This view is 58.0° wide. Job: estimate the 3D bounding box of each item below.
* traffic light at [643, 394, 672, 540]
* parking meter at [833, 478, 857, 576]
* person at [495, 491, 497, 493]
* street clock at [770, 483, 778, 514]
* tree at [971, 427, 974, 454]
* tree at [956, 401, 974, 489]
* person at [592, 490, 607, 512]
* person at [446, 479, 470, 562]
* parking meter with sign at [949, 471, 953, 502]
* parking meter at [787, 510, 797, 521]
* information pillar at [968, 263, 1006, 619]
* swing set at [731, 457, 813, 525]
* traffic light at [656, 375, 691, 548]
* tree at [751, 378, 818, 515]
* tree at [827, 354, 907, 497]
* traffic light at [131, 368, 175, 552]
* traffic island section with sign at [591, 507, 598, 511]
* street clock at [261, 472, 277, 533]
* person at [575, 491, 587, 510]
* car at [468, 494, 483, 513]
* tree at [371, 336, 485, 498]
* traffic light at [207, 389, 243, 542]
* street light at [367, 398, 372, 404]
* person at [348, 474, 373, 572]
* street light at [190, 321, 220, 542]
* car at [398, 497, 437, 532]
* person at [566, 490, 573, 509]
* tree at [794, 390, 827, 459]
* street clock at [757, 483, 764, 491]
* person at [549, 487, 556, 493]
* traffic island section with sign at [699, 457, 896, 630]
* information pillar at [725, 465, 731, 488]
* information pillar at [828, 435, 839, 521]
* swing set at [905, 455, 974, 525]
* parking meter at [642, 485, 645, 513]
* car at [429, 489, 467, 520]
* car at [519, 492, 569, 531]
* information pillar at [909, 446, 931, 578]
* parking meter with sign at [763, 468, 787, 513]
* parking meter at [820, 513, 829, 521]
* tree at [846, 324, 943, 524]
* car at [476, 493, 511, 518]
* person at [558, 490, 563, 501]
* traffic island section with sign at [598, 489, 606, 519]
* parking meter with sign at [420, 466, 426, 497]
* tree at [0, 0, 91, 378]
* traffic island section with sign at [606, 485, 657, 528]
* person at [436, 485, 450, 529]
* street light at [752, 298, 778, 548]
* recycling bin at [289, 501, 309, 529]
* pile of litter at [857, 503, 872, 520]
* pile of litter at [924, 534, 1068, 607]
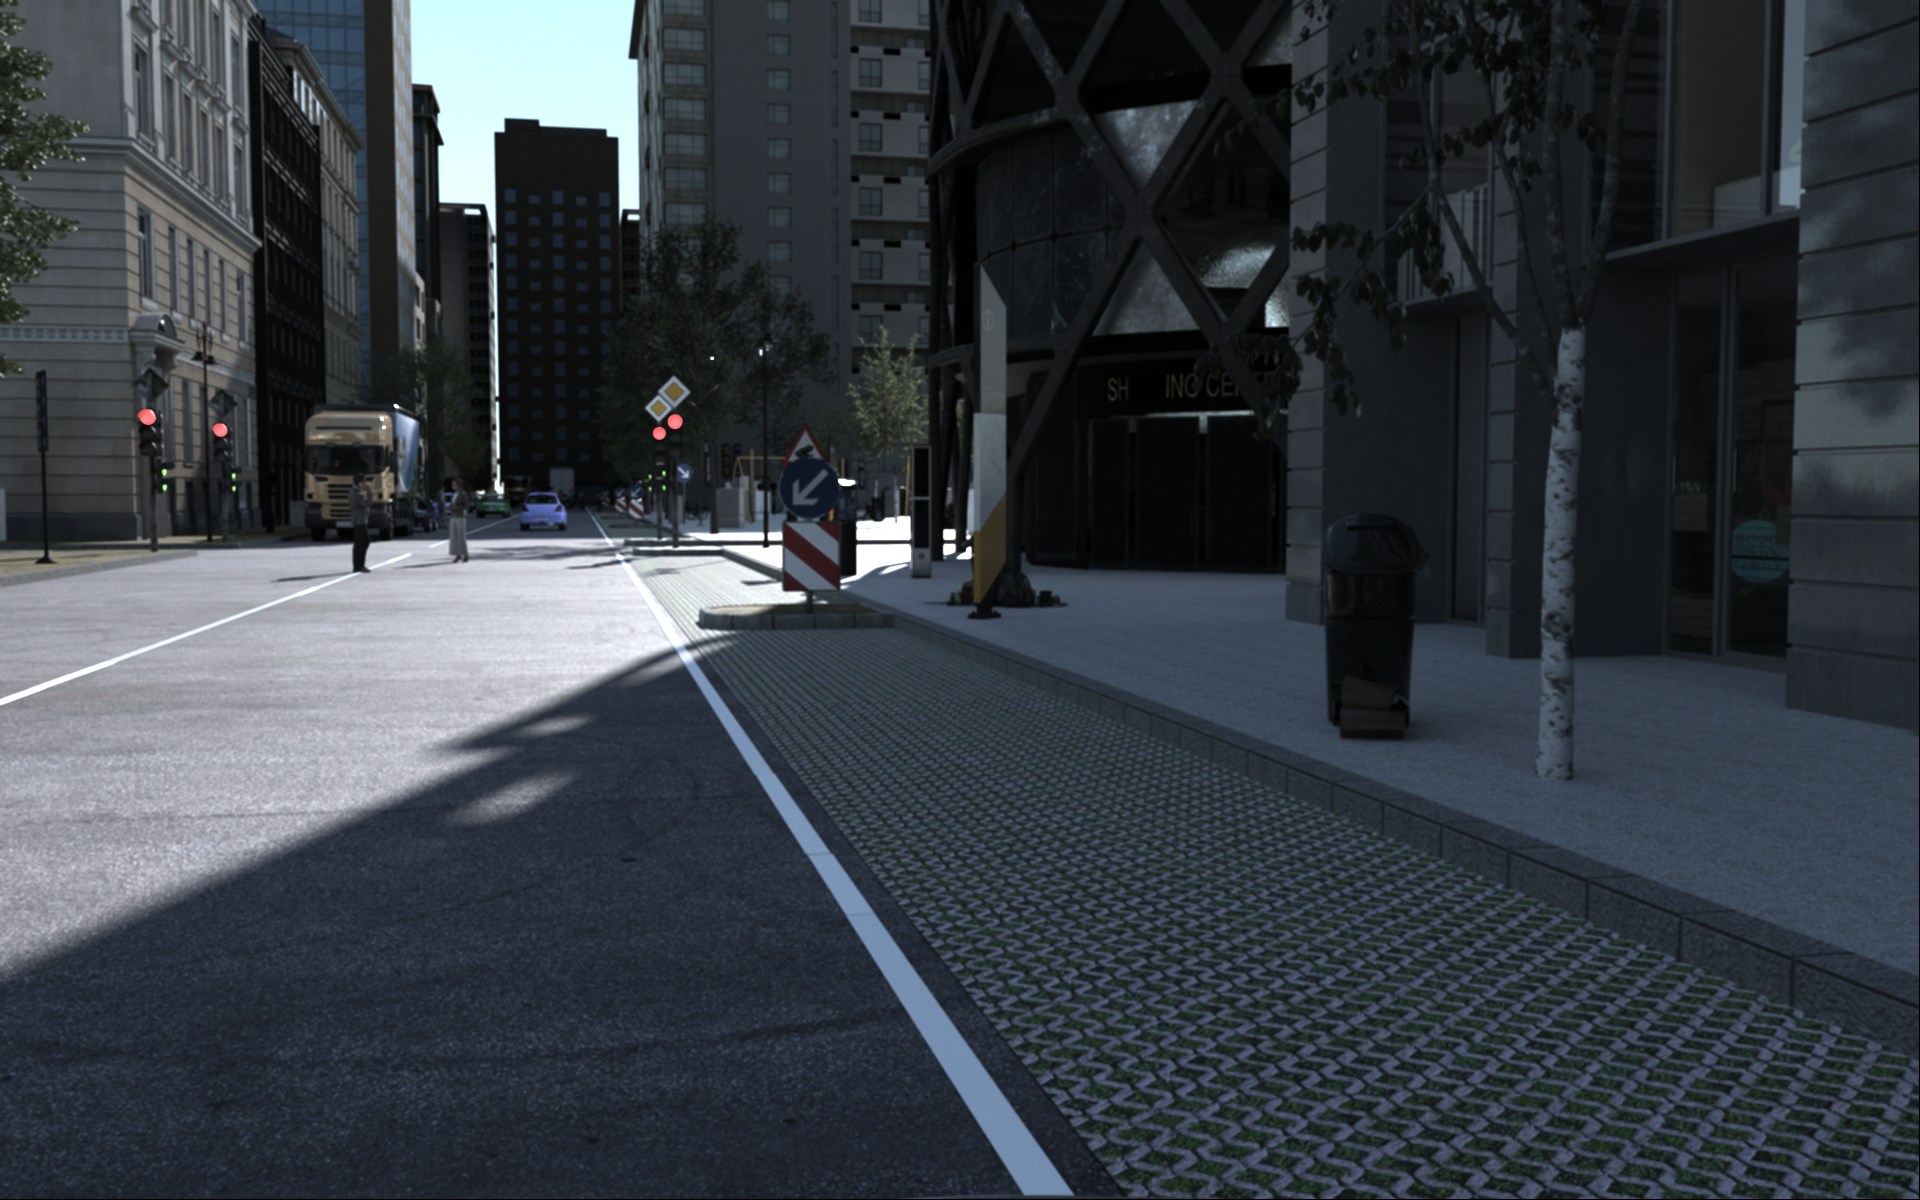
[{"bbox_3d":[-8.497,-3.663,48.818,0.839,4.253,0.868,-1,4,-12],"label":"traffic light"},{"bbox_3d":[-1.811,-1.156,27.305,0.372,1.533,0.369,0,3,0],"label":"parking meter"},{"bbox_3d":[-42.225,-9.060,157.341,0.721,1.736,1.217,-2,4,-35],"label":"person"},{"bbox_3d":[-11.771,-6.429,109.679,0.471,2.002,0.358,0,4,7],"label":"street clock"},{"bbox_3d":[2.374,-9.792,110.458,4.737,8.622,4.395,0,3,0],"label":"tree"},{"bbox_3d":[0.882,-8.114,83.023,4.360,8.622,3.978,0,3,0],"label":"tree"},{"bbox_3d":[-28.500,-7.807,136.861,1.217,1.736,0.721,0,4,7],"label":"person"},{"bbox_3d":[-10.602,-1.678,36.477,0.519,1.759,0.362,2,4,32],"label":"person"},{"bbox_3d":[-0.178,-6.119,96.303,0.543,3.016,1.738,1,4,12],"label":"parking meter with sign"},{"bbox_3d":[-6.165,-3.376,63.608,0.372,1.533,0.369,0,3,0],"label":"parking meter"},{"bbox_3d":[0.302,-1.622,17.870,0.183,3.616,0.504,3,4,36],"label":"information pillar"},{"bbox_3d":[-8.242,-4.650,73.654,3.119,2.851,2.862,-2,4,-29],"label":"swing set"},{"bbox_3d":[-6.773,-3.187,41.020,0.839,4.253,0.868,-1,4,-12],"label":"traffic light"},{"bbox_3d":[-10.476,-9.362,103.436,4.360,8.622,3.978,0,3,0],"label":"tree"},{"bbox_3d":[-4.531,-8.630,91.466,4.737,8.622,4.395,0,3,0],"label":"tree"},{"bbox_3d":[-17.961,-3.035,38.540,0.839,4.253,0.868,-1,4,-12],"label":"traffic light"},{"bbox_3d":[-30.422,-8.543,148.306,1.989,1.847,2.006,-1,4,-12],"label":"traffic island section with sign"},{"bbox_3d":[-22.896,-3.233,57.434,0.358,2.002,0.471,2,4,25],"label":"street clock"},{"bbox_3d":[-33.661,-8.853,153.969,1.217,1.736,0.721,2,4,25],"label":"person"},{"bbox_3d":[-36.715,-7.402,132.820,2.131,1.459,4.920,-1,4,-14],"label":"car"},{"bbox_3d":[-35.099,-11.496,113.718,9.928,11.665,9.643,0,3,0],"label":"tree"},{"bbox_3d":[-19.685,-3.512,46.337,0.839,4.253,0.868,-1,4,-12],"label":"traffic light"},{"bbox_3d":[-28.421,-6.774,83.551,0.468,5.910,1.993,-1,4,-12],"label":"street light"},{"bbox_3d":[-10.970,-1.410,31.736,0.473,1.802,0.592,-1,4,-12],"label":"person"},{"bbox_3d":[-20.209,-4.507,46.473,0.468,5.910,1.993,-1,4,-12],"label":"street light"},{"bbox_3d":[-20.989,-3.276,66.141,1.945,1.354,3.894,-1,4,-12],"label":"car"},{"bbox_3d":[-38.152,-9.853,169.471,0.709,1.838,0.599,1,4,15],"label":"person"},{"bbox_3d":[-9.348,-10.378,120.049,4.737,8.622,4.395,0,3,0],"label":"tree"},{"bbox_3d":[-13.054,-6.678,113.759,0.471,2.002,0.358,1,4,16],"label":"street clock"},{"bbox_3d":[-26.390,-6.374,112.082,0.474,1.900,0.648,3,4,38],"label":"person"},{"bbox_3d":[-1.858,-0.641,19.115,1.989,1.847,2.006,-1,4,-12],"label":"traffic island section with sign"},{"bbox_3d":[-16.315,-7.989,121.970,0.504,3.616,0.183,-2,4,-24],"label":"information pillar"},{"bbox_3d":[-5.076,-4.772,69.370,0.183,3.616,0.504,3,5,44],"label":"information pillar"},{"bbox_3d":[-0.544,-4.425,69.971,3.119,2.851,2.862,0,4,-7],"label":"swing set"},{"bbox_3d":[-20.860,-6.666,114.696,0.399,1.863,0.255,-3,5,-44],"label":"parking meter"},{"bbox_3d":[-27.995,-5.208,94.735,1.945,1.707,3.694,-1,4,-10],"label":"car"},{"bbox_3d":[-16.519,-3.616,68.710,1.945,1.707,3.694,-1,4,-11],"label":"car"},{"bbox_3d":[-0.604,-1.344,26.460,0.304,2.012,0.304,-1,4,-8],"label":"information pillar"},{"bbox_3d":[-12.252,-7.289,115.431,1.738,3.016,0.543,-1,4,-13],"label":"parking meter with sign"},{"bbox_3d":[-6.006,-4.371,77.177,0.399,1.863,0.255,-3,5,-43],"label":"parking meter"},{"bbox_3d":[-2.784,-7.589,74.447,4.360,8.622,3.978,0,3,0],"label":"tree"},{"bbox_3d":[-28.298,-5.889,105.076,1.959,1.807,4.718,-1,4,-11],"label":"car"},{"bbox_3d":[-29.139,-7.126,125.734,0.721,1.743,1.217,1,4,11],"label":"person"},{"bbox_3d":[-19.675,-5.569,99.681,1.989,1.847,2.006,-1,4,-12],"label":"traffic island section with sign"},{"bbox_3d":[-33.610,-6.824,107.838,0.543,3.016,1.738,-1,4,-13],"label":"parking meter with sign"},{"bbox_3d":[-15.627,-6.429,23.240,7.486,12.596,7.792,0,3,0],"label":"tree"},{"bbox_3d":[-13.861,-3.959,73.358,1.989,1.847,2.006,-1,4,-12],"label":"traffic island section with sign"},{"bbox_3d":[-21.457,-3.860,71.707,0.635,1.810,0.391,3,5,44],"label":"person"},{"bbox_3d":[-4.624,-4.179,41.122,0.468,5.910,1.993,-1,4,-12],"label":"street light"},{"bbox_3d":[-24.164,-3.124,63.638,0.722,1.027,0.722,0,4,-3],"label":"recycling bin"},{"bbox_3d":[-4.679,-4.414,86.126,1.176,0.858,1.719,-1,4,-15],"label":"pile of litter"},{"bbox_3d":[0.411,-0.376,20.109,1.719,0.858,1.176,3,5,43],"label":"pile of litter"}]
